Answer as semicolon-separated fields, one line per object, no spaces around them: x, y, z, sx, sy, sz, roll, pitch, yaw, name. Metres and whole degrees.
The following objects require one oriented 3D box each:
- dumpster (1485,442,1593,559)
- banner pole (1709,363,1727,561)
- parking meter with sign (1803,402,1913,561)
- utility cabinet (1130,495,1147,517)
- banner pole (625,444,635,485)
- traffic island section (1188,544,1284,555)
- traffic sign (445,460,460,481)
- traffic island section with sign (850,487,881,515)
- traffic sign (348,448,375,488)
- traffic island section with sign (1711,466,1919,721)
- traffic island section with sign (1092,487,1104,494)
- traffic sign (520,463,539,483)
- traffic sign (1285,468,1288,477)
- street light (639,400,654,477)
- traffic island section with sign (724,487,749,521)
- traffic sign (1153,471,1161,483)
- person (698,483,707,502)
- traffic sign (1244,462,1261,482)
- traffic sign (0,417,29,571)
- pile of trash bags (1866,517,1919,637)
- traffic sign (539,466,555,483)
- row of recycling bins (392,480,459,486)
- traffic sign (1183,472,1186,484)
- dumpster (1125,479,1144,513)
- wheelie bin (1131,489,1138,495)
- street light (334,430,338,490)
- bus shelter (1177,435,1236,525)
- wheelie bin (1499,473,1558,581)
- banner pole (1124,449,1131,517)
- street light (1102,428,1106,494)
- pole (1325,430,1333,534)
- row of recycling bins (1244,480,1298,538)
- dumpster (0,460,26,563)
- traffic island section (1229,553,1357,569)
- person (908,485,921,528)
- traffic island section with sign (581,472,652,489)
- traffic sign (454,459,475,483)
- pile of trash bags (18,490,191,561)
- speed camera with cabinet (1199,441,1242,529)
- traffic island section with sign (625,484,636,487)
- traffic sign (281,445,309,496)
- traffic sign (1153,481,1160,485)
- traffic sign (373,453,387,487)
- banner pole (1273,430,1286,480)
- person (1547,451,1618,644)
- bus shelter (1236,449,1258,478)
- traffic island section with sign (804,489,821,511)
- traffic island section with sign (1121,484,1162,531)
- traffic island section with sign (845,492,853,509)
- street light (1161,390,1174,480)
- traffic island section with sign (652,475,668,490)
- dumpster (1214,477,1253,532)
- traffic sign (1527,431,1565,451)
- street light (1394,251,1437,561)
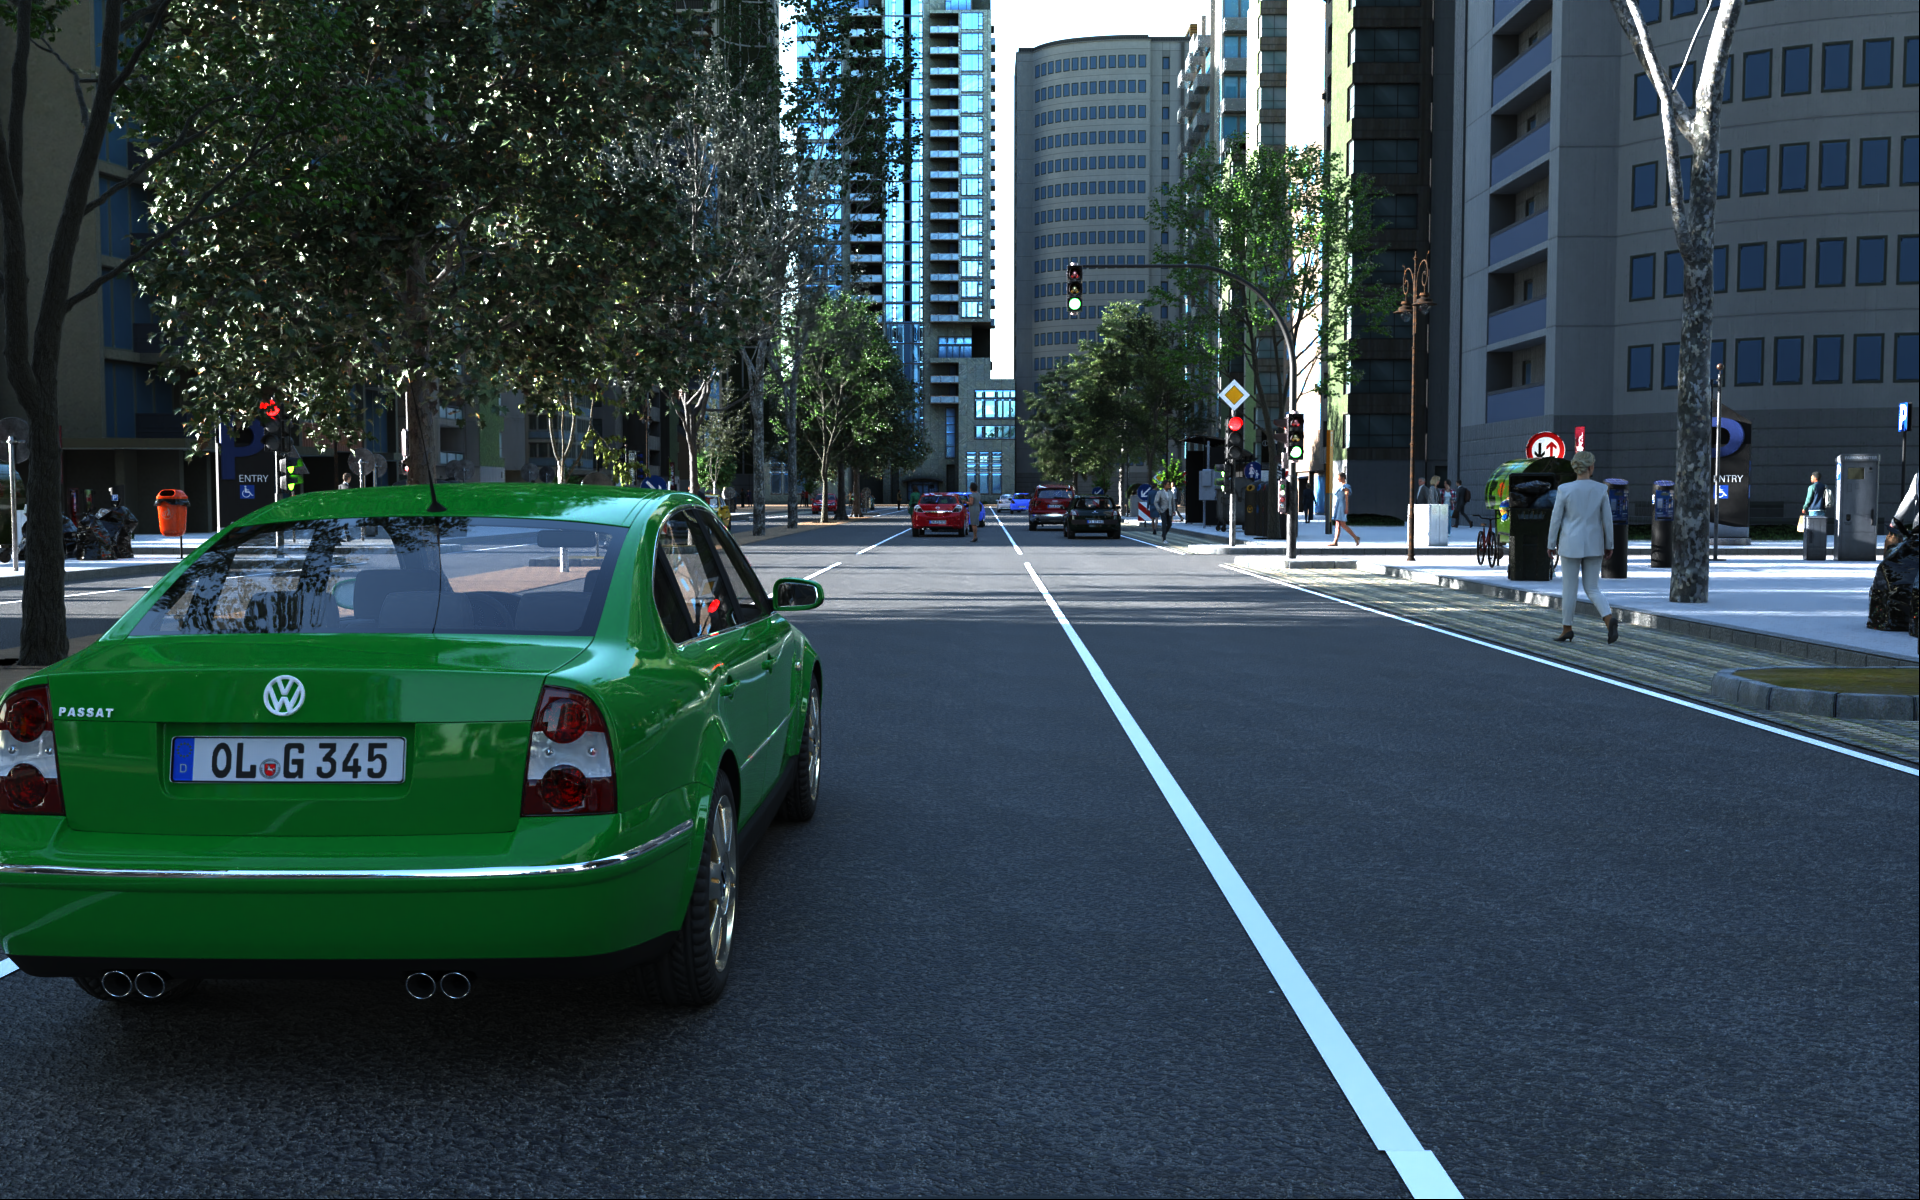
11.089;-1.878;33.207;1.502;2.255;1.985;0;4;1;dumpster
14.355;-2.642;33.214;0.863;3.779;0.401;-1;4;-21;banner pole
17.217;-2.264;33.279;1.738;3.016;0.543;1;4;14;parking meter with sign
10.096;-5.279;97.479;1.020;1.237;0.306;-1;4;-14;utility cabinet
-16.631;-5.946;87.231;0.401;3.779;0.863;2;4;33;banner pole
6.701;-1.234;42.449;2.009;0.180;2.903;0;4;1;traffic island section
-18.886;-3.955;64.777;0.768;2.556;0.104;0;4;3;traffic sign
-6.404;-6.684;117.419;2.006;1.907;1.989;0;4;1;traffic island section with sign
-16.469;-2.910;47.680;0.768;2.556;0.104;0;4;4;traffic sign
6.317;-0.194;11.797;1.989;1.847;2.006;0;4;1;traffic island section with sign
7.360;-5.249;94.453;1.989;1.847;2.006;0;4;1;traffic island section with sign
-17.620;-4.333;70.947;0.768;2.556;0.104;0;4;1;traffic sign
11.577;-3.850;63.047;0.768;2.556;0.104;1;4;9;traffic sign
-15.036;-6.756;83.245;0.468;5.910;1.993;0;4;1;street light
-12.554;-5.248;94.441;1.989;1.847;2.006;0;4;1;traffic island section with sign
11.117;-5.897;96.145;0.795;2.593;0.064;0;4;7;traffic sign
-7.777;-2.608;51.567;0.576;1.772;0.534;-2;4;-35;person
11.534;-4.153;68.003;0.768;2.556;0.104;1;4;9;traffic sign
-15.711;-1.752;28.743;0.768;2.556;0.104;0;4;1;traffic sign
10.171;-0.358;15.598;3.447;1.369;1.912;1;4;19;pile of trash bags
-18.732;-4.796;78.523;0.768;2.556;0.104;0;4;7;traffic sign
-15.571;-2.686;51.024;1.069;1.692;3.534;1;4;11;row of recycling bins
12.426;-5.744;94.027;0.768;2.556;0.104;0;4;5;traffic sign
11.673;-6.795;113.595;1.502;2.255;1.985;0;4;1;dumpster
11.245;-6.256;110.197;0.693;1.594;0.980;2;4;35;wheelie bin
-15.553;-4.302;43.119;0.468;5.910;1.993;0;4;1;street light
10.190;-4.913;71.616;1.731;3.624;6.357;0;4;1;bus shelter
8.512;-1.090;25.723;0.980;1.594;0.693;1;4;19;wheelie bin
9.365;-6.512;96.483;0.401;3.779;0.863;0;4;-4;banner pole
9.763;-8.826;117.098;0.468;5.910;1.993;0;4;1;street light
11.785;-3.756;55.252;0.158;3.312;0.155;0;3;0;pole
9.464;-2.779;52.555;1.069;1.692;3.534;0;4;-5;row of recycling bins
-18.220;-1.770;31.439;1.502;2.255;1.985;0;4;1;dumpster
6.600;-0.745;34.464;2.009;0.180;2.903;0;4;1;traffic island section
-1.846;-3.834;71.436;0.600;1.795;0.529;-3;4;-39;person
-7.446;-1.636;34.880;2.006;1.907;1.989;0;4;1;traffic island section with sign
-18.239;-3.893;63.753;0.768;2.556;0.104;0;4;2;traffic sign
-16.817;-1.493;34.169;3.447;1.369;1.912;0;4;8;pile of trash bags
9.904;-4.273;64.192;2.038;3.252;0.660;2;4;33;speed camera with cabinet
-12.897;-3.600;67.487;1.989;1.847;2.006;0;4;1;traffic island section with sign
-17.607;-2.797;45.733;0.884;2.594;0.081;0;4;6;traffic sign
13.177;-7.003;114.607;0.768;2.556;0.104;1;4;9;traffic sign
-18.347;-3.320;54.389;0.768;2.556;0.104;1;4;10;traffic sign
11.044;-4.227;59.136;0.863;3.779;0.401;3;4;36;banner pole
5.932;-0.492;16.431;0.514;1.842;0.818;-1;4;-15;person
12.026;-5.159;78.272;2.014;3.302;5.546;0;4;1;bus shelter
-11.920;-8.308;144.455;1.989;1.847;2.006;0;4;1;traffic island section with sign
7.010;-3.573;67.045;1.989;1.847;2.006;0;4;1;traffic island section with sign
-11.586;-9.956;171.408;1.989;1.847;2.006;0;4;1;traffic island section with sign
9.241;-6.389;77.254;0.468;5.910;1.993;0;4;1;street light
-7.343;-2.089;42.286;2.006;1.907;1.989;0;4;1;traffic island section with sign
9.461;-3.279;59.370;1.264;1.857;1.865;0;4;1;dumpster
11.921;-2.155;35.335;0.768;2.556;0.104;1;4;10;traffic sign
8.674;-3.691;33.129;0.468;5.910;1.993;0;4;1;street light
